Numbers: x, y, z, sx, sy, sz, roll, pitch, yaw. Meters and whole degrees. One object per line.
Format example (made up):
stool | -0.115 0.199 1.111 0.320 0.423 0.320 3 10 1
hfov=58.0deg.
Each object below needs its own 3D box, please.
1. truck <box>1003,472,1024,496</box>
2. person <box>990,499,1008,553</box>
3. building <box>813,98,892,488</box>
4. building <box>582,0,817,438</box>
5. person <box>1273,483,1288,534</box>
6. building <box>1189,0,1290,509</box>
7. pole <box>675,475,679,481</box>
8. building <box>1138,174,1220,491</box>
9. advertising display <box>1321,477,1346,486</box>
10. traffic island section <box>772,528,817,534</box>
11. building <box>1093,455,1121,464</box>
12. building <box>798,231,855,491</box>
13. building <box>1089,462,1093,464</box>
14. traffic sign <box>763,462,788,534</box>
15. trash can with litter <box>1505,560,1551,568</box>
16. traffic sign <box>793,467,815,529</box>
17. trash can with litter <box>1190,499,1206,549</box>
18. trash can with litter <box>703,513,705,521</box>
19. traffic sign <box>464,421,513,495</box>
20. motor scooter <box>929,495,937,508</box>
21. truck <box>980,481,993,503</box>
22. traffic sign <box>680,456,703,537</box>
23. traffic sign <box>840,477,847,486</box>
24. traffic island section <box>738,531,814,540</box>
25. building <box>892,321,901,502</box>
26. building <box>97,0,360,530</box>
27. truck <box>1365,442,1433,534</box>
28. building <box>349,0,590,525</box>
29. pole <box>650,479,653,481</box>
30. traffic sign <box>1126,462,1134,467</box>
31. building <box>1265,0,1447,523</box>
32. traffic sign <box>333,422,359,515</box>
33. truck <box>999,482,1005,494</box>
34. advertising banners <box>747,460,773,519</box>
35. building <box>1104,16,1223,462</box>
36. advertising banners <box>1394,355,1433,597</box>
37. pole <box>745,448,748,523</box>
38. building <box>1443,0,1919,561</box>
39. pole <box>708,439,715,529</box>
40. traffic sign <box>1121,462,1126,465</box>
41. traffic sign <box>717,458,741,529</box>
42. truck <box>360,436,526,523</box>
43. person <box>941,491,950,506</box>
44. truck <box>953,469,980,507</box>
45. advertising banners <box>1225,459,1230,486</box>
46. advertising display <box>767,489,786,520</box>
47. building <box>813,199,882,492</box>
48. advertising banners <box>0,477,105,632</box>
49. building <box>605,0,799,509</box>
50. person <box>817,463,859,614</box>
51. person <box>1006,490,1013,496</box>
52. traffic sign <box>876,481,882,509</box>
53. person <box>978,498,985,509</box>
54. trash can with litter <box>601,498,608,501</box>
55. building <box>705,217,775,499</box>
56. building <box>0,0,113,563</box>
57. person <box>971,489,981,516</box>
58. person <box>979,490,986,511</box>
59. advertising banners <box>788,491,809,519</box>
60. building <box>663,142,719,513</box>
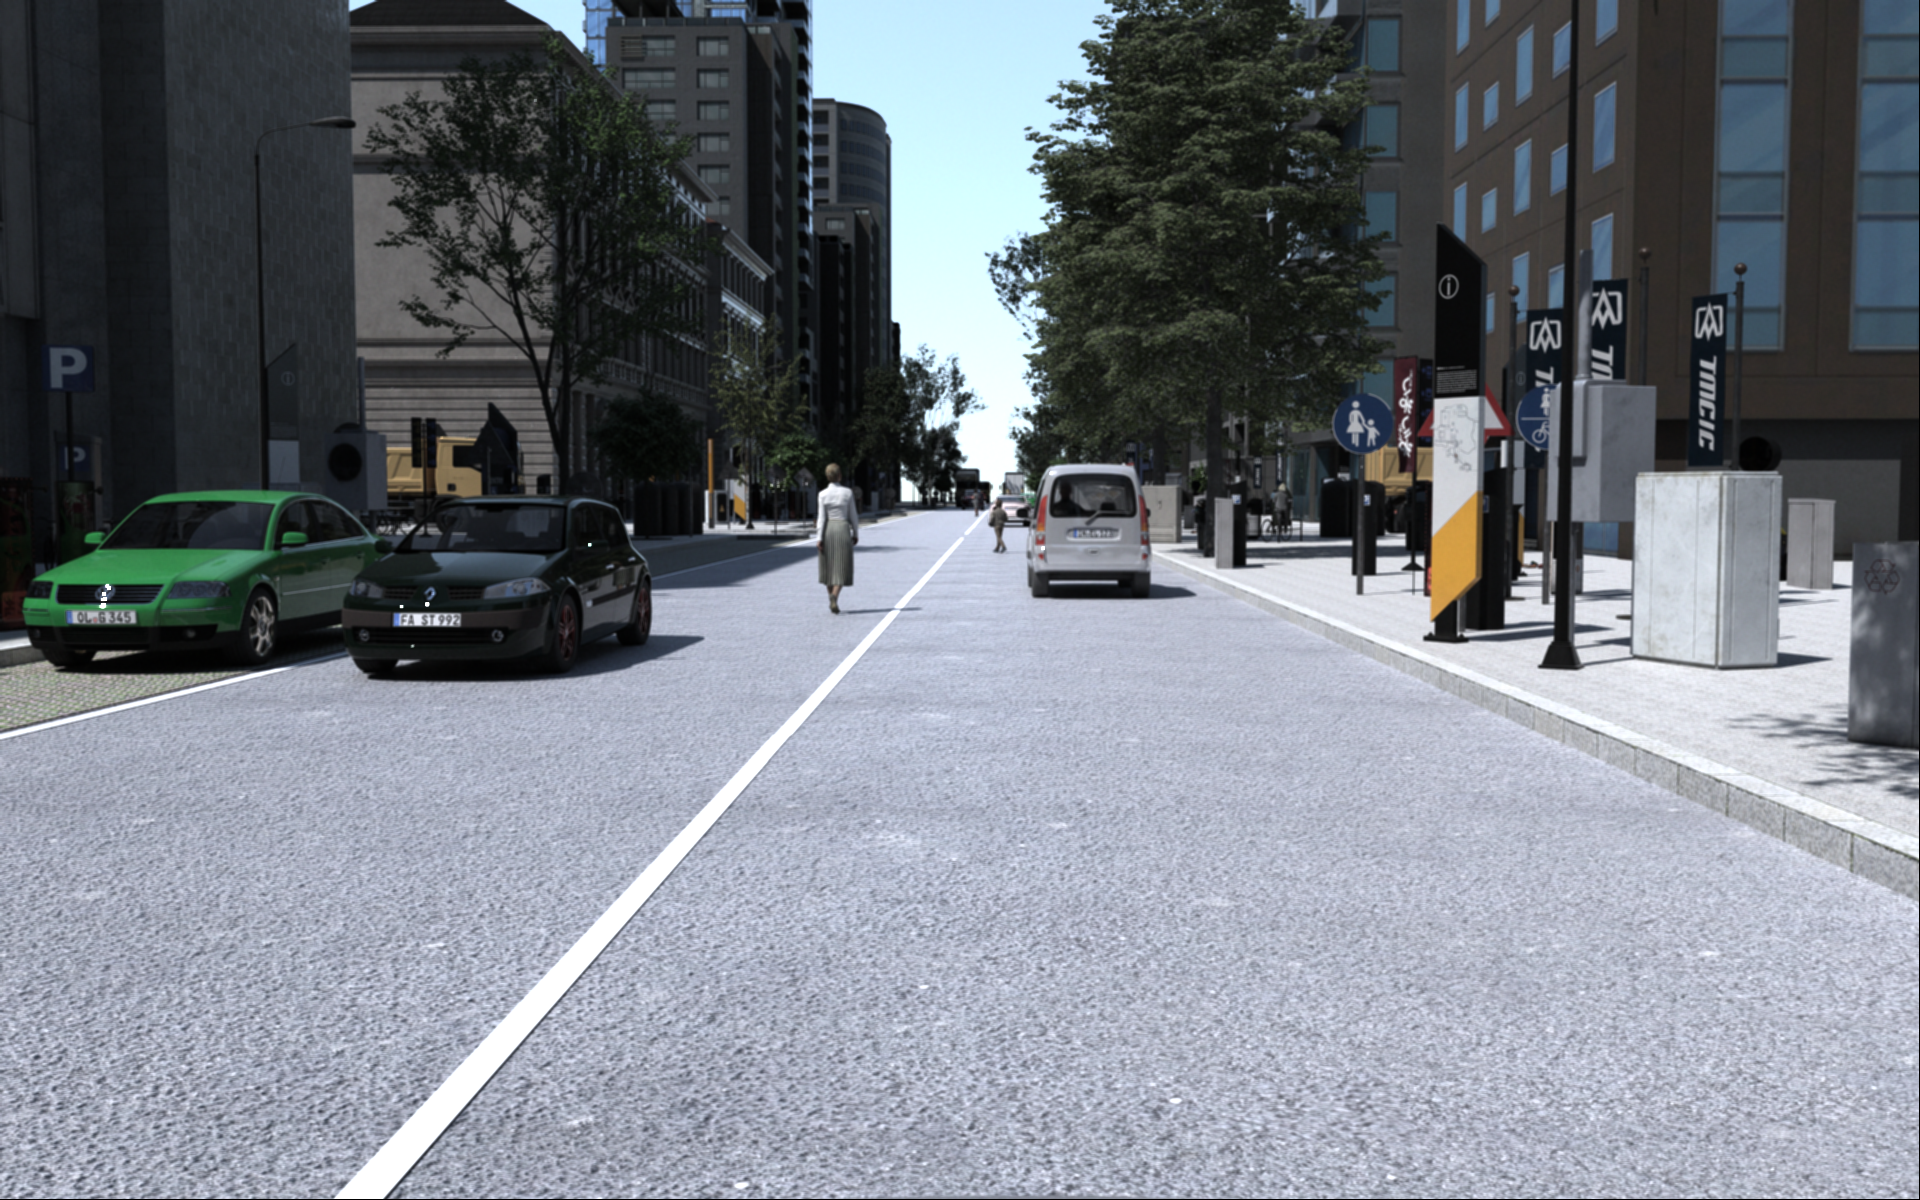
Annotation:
truck | 7.132 -14.637 228.226 2.839 4.237 11.283 0 4 1
person | 0.937 -1.796 42.135 0.475 1.303 0.640 -3 4 -36
building | -21.567 -43.817 258.413 21.231 58.520 28.212 0 4 1
building | -24.771 -52.293 167.659 22.319 86.520 31.000 0 4 1
person | 10.926 -3.085 59.115 0.537 1.800 0.526 0 4 -3
building | 27.515 -41.700 120.049 20.563 71.187 20.611 0 4 1
pole | -14.645 -5.862 89.692 0.158 3.312 0.155 0 3 0
building | 23.316 -23.529 156.402 14.160 30.474 14.107 0 4 1
advertising display | 14.364 -3.757 66.640 0.974 1.923 0.123 -1 4 -13
traffic island section | -5.696 -2.499 63.143 2.009 0.180 2.903 0 4 1
building | 25.741 -34.282 244.104 14.154 41.232 14.086 0 4 1
building | -19.196 -25.691 191.751 14.160 30.474 14.107 0 4 1
building | 26.314 -29.806 259.034 14.160 30.474 14.107 0 4 1
traffic sign | -5.869 -3.147 55.098 0.795 2.450 0.064 0 4 1
trash can with litter | 9.779 -1.168 30.153 2.233 1.210 1.678 0 4 -5
traffic sign | -5.672 -3.635 63.081 0.795 2.450 0.064 0 4 1
trash can with litter | 5.930 -1.765 40.242 1.055 1.170 0.624 -2 4 -24
trash can with litter | -11.783 -4.269 81.182 1.055 1.170 0.624 3 5 42
traffic sign | -8.365 -1.879 30.732 0.884 2.594 0.081 0 4 3
motor scooter | -2.718 -9.962 175.650 0.815 1.314 1.986 0 4 3
truck | 3.353 -16.607 267.449 3.469 3.379 9.791 0 4 2
traffic sign | -7.994 -3.136 51.385 0.768 2.556 0.104 0 4 5
traffic sign | -7.051 -6.265 102.535 0.768 2.556 0.104 0 4 5
traffic island section | -5.893 -2.011 55.161 2.009 0.180 2.903 0 4 1
building | -16.986 -31.127 280.620 14.160 30.474 14.107 0 4 1
building | -24.830 -11.421 41.487 16.860 20.320 10.420 0 4 1
truck | 18.758 -3.831 58.566 9.791 3.379 3.469 0 4 1
building | -21.491 -15.420 81.002 11.050 23.489 19.941 0 4 1
pole | -11.700 -4.400 65.784 0.158 3.312 0.155 0 3 0
traffic sign | 6.904 -4.248 69.565 0.768 2.556 0.104 0 4 7
building | 29.671 -28.169 80.170 30.456 49.044 23.786 0 4 1
traffic sign | -10.825 -1.878 30.806 0.768 2.556 0.104 0 4 3
truck | 8.227 -17.498 282.014 3.469 3.379 9.791 0 3 0
advertising banners | -10.308 -5.613 87.955 2.074 3.025 0.090 1 4 22
building | 30.902 -36.777 190.535 28.713 52.752 27.495 0 4 1
advertising banners | 5.928 -1.542 21.407 0.090 3.025 2.074 -1 4 -19
pole | -9.591 -5.109 77.379 0.158 3.312 0.155 0 3 0
building | 19.685 -23.746 38.365 14.600 45.320 14.200 0 4 1
pole | -9.219 -4.303 64.194 0.158 3.312 0.155 0 3 0
traffic sign | 5.171 -3.129 54.807 0.795 2.450 0.064 0 4 1
traffic sign | -8.386 -3.842 62.827 0.884 2.594 0.081 0 4 5
truck | -19.003 -3.857 58.979 9.791 3.379 3.469 0 4 2
person | -1.849 -12.448 212.112 1.350 1.814 0.705 2 4 31
truck | 0.836 -12.467 192.753 2.839 4.237 11.283 0 4 2
advertising banners | 13.669 -5.505 86.201 0.090 3.025 2.074 3 4 36
advertising display | -9.251 -5.016 87.228 0.974 1.923 0.123 0 4 0
building | -18.101 -33.835 236.793 14.154 41.232 14.086 0 4 1
advertising banners | -8.872 -1.225 16.212 0.090 3.025 2.074 1 4 19
building | -21.339 -28.284 146.043 14.154 41.232 14.086 0 4 1
person | -1.486 -0.733 20.705 0.478 1.798 0.641 1 4 11
person | 4.492 -9.003 155.704 1.348 1.823 0.705 -2 4 -27
traffic sign | -6.273 -7.998 132.898 0.606 2.300 0.079 0 4 6
person | 2.003 -9.553 165.635 0.756 1.711 0.436 1 4 20
trash can with litter | -9.342 -1.984 43.825 1.055 1.170 0.624 1 4 20
building | -20.126 -17.447 121.420 11.583 22.565 21.152 0 4 1
building | -22.959 -12.579 23.694 12.078 24.808 19.932 0 4 1
person | 1.042 -6.292 111.738 0.716 1.782 0.532 -3 5 -40
person | 1.990 -8.582 149.266 0.568 1.767 0.683 1 4 15
advertising banners | -8.532 -5.634 88.310 0.090 3.025 2.074 3 5 44
building | -21.115 -16.638 100.903 11.050 23.489 19.941 0 4 1
